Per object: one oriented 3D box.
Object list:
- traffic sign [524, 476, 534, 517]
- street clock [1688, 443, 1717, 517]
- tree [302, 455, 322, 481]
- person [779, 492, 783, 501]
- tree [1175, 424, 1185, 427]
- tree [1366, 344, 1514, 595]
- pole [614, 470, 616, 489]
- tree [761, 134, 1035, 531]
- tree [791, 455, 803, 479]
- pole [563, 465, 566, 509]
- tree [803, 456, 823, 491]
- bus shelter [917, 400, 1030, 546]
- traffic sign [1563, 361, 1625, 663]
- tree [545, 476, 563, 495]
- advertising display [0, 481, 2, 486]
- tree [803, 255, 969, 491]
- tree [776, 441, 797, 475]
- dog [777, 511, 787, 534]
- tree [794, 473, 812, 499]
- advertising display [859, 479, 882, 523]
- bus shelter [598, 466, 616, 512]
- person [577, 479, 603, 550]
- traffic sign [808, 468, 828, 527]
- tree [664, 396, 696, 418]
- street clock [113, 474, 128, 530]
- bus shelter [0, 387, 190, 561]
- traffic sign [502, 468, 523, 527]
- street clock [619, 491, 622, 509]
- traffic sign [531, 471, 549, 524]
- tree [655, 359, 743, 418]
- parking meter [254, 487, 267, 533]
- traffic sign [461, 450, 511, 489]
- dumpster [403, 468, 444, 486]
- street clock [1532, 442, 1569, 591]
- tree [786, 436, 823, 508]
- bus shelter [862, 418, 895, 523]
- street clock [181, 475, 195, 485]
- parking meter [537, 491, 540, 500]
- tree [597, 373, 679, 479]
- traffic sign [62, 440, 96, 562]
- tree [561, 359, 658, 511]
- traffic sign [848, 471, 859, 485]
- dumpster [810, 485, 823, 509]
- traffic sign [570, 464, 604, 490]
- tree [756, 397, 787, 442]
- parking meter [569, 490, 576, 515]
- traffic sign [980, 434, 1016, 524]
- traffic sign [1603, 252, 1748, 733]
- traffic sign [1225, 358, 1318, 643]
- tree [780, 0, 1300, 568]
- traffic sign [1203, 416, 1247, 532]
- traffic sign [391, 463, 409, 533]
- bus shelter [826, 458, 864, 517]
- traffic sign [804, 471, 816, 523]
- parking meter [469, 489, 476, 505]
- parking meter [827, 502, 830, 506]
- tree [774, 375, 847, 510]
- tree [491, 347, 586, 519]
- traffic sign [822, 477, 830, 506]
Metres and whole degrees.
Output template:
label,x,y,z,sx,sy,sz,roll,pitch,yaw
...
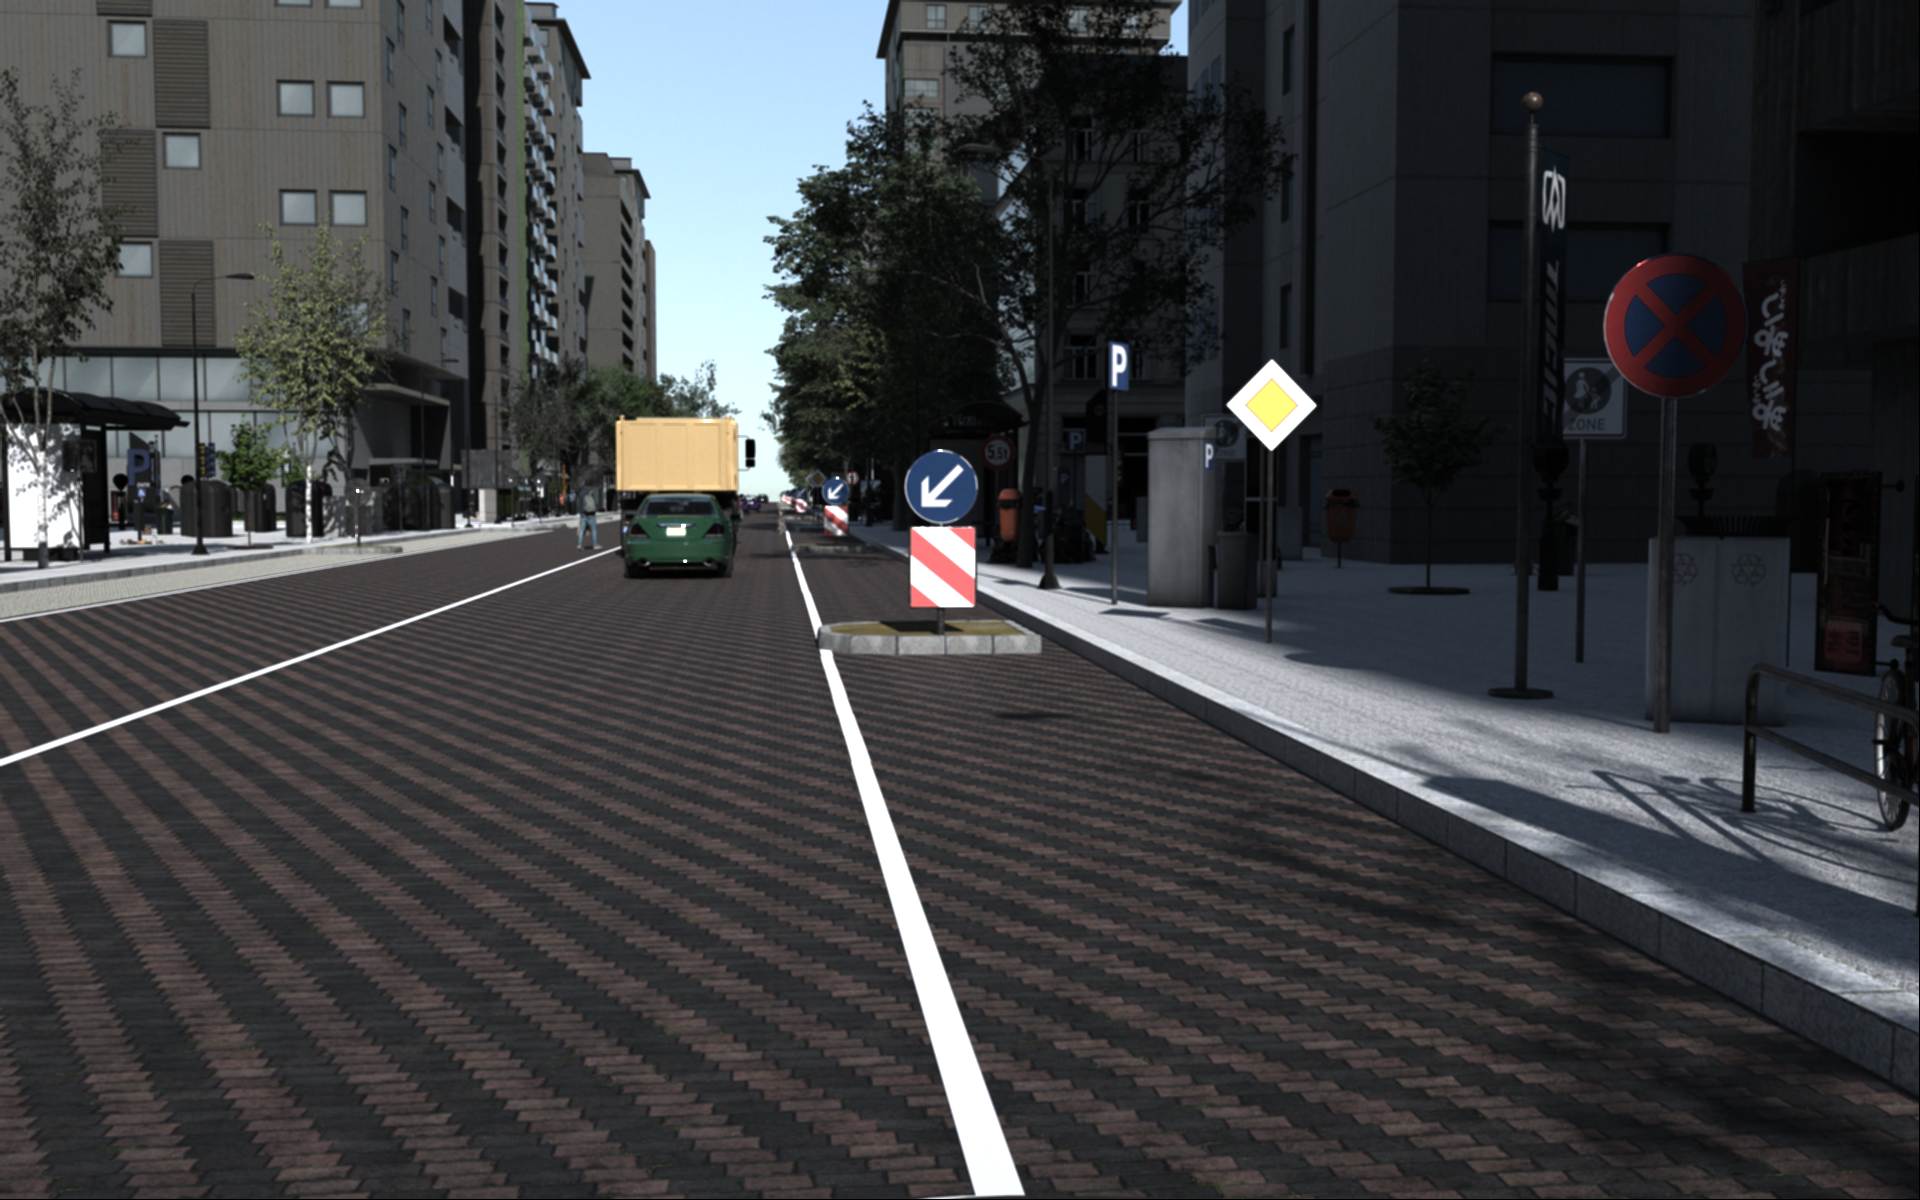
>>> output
label,x,y,z,sx,sy,sz,roll,pitch,yaw
traffic sign,-23.766,-5.705,95.405,0.606,2.300,0.079,0,4,1
street clock,10.527,-1.225,24.604,0.358,2.002,0.471,3,5,45
tree,-28.679,-4.913,74.932,1.663,3.219,1.824,0,3,0
person,-30.248,-17.406,293.907,1.217,1.723,0.721,1,4,12
tree,9.360,-4.864,63.238,4.285,4.588,4.351,0,3,0
tree,6.034,-1.710,22.560,1.663,3.219,1.824,0,3,0
pole,-29.032,-9.285,145.653,0.158,3.312,0.155,0,3,0
tree,-2.150,-9.389,60.163,9.857,13.997,8.962,0,3,0
tree,-18.104,-15.946,211.082,4.737,8.622,4.395,0,3,0
pole,-27.535,-7.750,120.560,0.158,3.312,0.155,0,3,0
tree,-11.512,-11.897,144.870,4.360,8.622,3.978,0,3,0
bus shelter,0.245,-2.822,40.058,2.014,3.302,5.546,0,4,-6
traffic sign,4.718,-0.672,13.119,0.606,2.300,0.079,0,4,-2
tree,-34.190,-9.334,147.218,1.663,3.219,1.824,0,3,0
advertising display,-46.487,-4.788,83.494,0.123,1.923,0.974,0,4,0
tree,-1.519,-6.235,52.311,4.737,8.622,4.395,0,3,0
tree,-27.016,-23.441,293.636,12.009,13.543,11.850,0,3,0
dog,-6.508,-2.781,62.312,0.513,0.831,0.800,2,4,27
tree,-21.024,-15.525,237.554,4.285,4.588,4.351,0,3,0
advertising display,-3.910,-4.321,75.858,0.974,1.923,0.123,1,4,8
bus shelter,-25.754,-7.928,123.538,2.014,3.302,5.546,0,4,-6
person,-9.525,-2.185,44.209,0.794,1.824,0.713,2,4,31
traffic sign,-5.555,-3.920,67.732,0.795,2.450,0.064,0,4,-6
tree,-32.550,-16.468,187.372,7.486,12.596,7.792,0,3,0
street clock,-29.805,-3.484,61.542,0.471,2.002,0.358,-2,4,-33
bus shelter,-17.719,-2.541,35.477,2.014,3.302,5.546,0,4,-6
traffic sign,-17.185,-3.845,66.510,0.795,2.450,0.064,0,4,-6
street clock,-28.756,-8.709,146.962,0.471,2.002,0.358,-1,4,-12
traffic sign,-18.037,-4.331,74.449,0.795,2.450,0.064,0,4,-6
tree,-36.836,-23.601,241.766,12.611,20.169,13.585,0,3,0
parking meter,-23.359,-3.021,57.808,0.372,1.533,0.369,0,3,0
traffic sign,-21.767,-5.245,79.626,2.265,3.308,0.079,0,4,-2
dumpster,-20.082,-3.813,64.842,1.502,2.255,1.985,0,4,-6
street clock,7.816,-1.125,22.966,0.471,2.002,0.358,-2,4,-33
tree,-12.802,-14.595,164.380,9.928,11.665,9.643,0,3,0
bus shelter,-3.413,-6.320,80.970,2.179,5.291,8.768,0,4,-6
street clock,-29.181,-3.726,65.495,0.471,2.002,0.358,-1,4,-23
parking meter,-33.617,-7.926,137.997,0.372,1.533,0.369,0,3,0
tree,-29.967,-15.137,164.497,9.611,12.733,9.660,0,3,0
traffic sign,-16.611,-1.869,32.683,0.606,2.300,0.079,0,4,-3
tree,-26.830,-12.752,134.250,9.928,11.665,9.643,0,3,0
traffic sign,-6.038,-5.947,97.346,0.768,2.556,0.104,0,4,2
dumpster,-12.151,-8.957,148.932,1.502,2.255,1.985,0,4,-6
traffic sign,-25.477,-7.616,118.387,2.265,3.308,0.079,0,4,-1
tree,-25.559,-25.373,270.742,12.611,20.169,13.585,0,3,0
parking meter,-23.253,-5.847,104.010,0.372,1.533,0.369,0,3,0
traffic sign,0.804,-2.258,37.022,0.768,2.556,0.104,0,4,1
traffic sign,3.776,-0.559,9.243,0.768,2.556,0.104,0,4,-1
traffic sign,2.652,-0.835,14.831,0.795,2.450,0.064,0,4,-4
tree,1.165,-5.815,29.487,8.767,10.594,7.601,-1,4,-11
traffic sign,3.395,-1.234,22.298,0.606,2.300,0.079,0,4,-6
traffic sign,-18.544,-3.380,57.388,0.606,2.300,0.079,0,4,-2
bus shelter,-6.677,-6.503,100.248,2.014,3.302,5.546,0,4,-6
traffic sign,-6.407,-4.405,75.671,0.795,2.450,0.064,0,4,-6
parking meter,-27.550,-5.628,97.731,0.399,1.863,0.255,-2,4,-29
parking meter,-8.666,-6.562,115.698,0.372,1.533,0.369,0,3,0
tree,-10.795,-13.355,136.474,7.486,12.596,7.792,0,3,0
tree,-21.930,-8.416,87.970,4.360,8.622,3.978,0,3,0
traffic sign,-9.695,-7.686,125.776,0.768,2.556,0.104,0,4,-6
